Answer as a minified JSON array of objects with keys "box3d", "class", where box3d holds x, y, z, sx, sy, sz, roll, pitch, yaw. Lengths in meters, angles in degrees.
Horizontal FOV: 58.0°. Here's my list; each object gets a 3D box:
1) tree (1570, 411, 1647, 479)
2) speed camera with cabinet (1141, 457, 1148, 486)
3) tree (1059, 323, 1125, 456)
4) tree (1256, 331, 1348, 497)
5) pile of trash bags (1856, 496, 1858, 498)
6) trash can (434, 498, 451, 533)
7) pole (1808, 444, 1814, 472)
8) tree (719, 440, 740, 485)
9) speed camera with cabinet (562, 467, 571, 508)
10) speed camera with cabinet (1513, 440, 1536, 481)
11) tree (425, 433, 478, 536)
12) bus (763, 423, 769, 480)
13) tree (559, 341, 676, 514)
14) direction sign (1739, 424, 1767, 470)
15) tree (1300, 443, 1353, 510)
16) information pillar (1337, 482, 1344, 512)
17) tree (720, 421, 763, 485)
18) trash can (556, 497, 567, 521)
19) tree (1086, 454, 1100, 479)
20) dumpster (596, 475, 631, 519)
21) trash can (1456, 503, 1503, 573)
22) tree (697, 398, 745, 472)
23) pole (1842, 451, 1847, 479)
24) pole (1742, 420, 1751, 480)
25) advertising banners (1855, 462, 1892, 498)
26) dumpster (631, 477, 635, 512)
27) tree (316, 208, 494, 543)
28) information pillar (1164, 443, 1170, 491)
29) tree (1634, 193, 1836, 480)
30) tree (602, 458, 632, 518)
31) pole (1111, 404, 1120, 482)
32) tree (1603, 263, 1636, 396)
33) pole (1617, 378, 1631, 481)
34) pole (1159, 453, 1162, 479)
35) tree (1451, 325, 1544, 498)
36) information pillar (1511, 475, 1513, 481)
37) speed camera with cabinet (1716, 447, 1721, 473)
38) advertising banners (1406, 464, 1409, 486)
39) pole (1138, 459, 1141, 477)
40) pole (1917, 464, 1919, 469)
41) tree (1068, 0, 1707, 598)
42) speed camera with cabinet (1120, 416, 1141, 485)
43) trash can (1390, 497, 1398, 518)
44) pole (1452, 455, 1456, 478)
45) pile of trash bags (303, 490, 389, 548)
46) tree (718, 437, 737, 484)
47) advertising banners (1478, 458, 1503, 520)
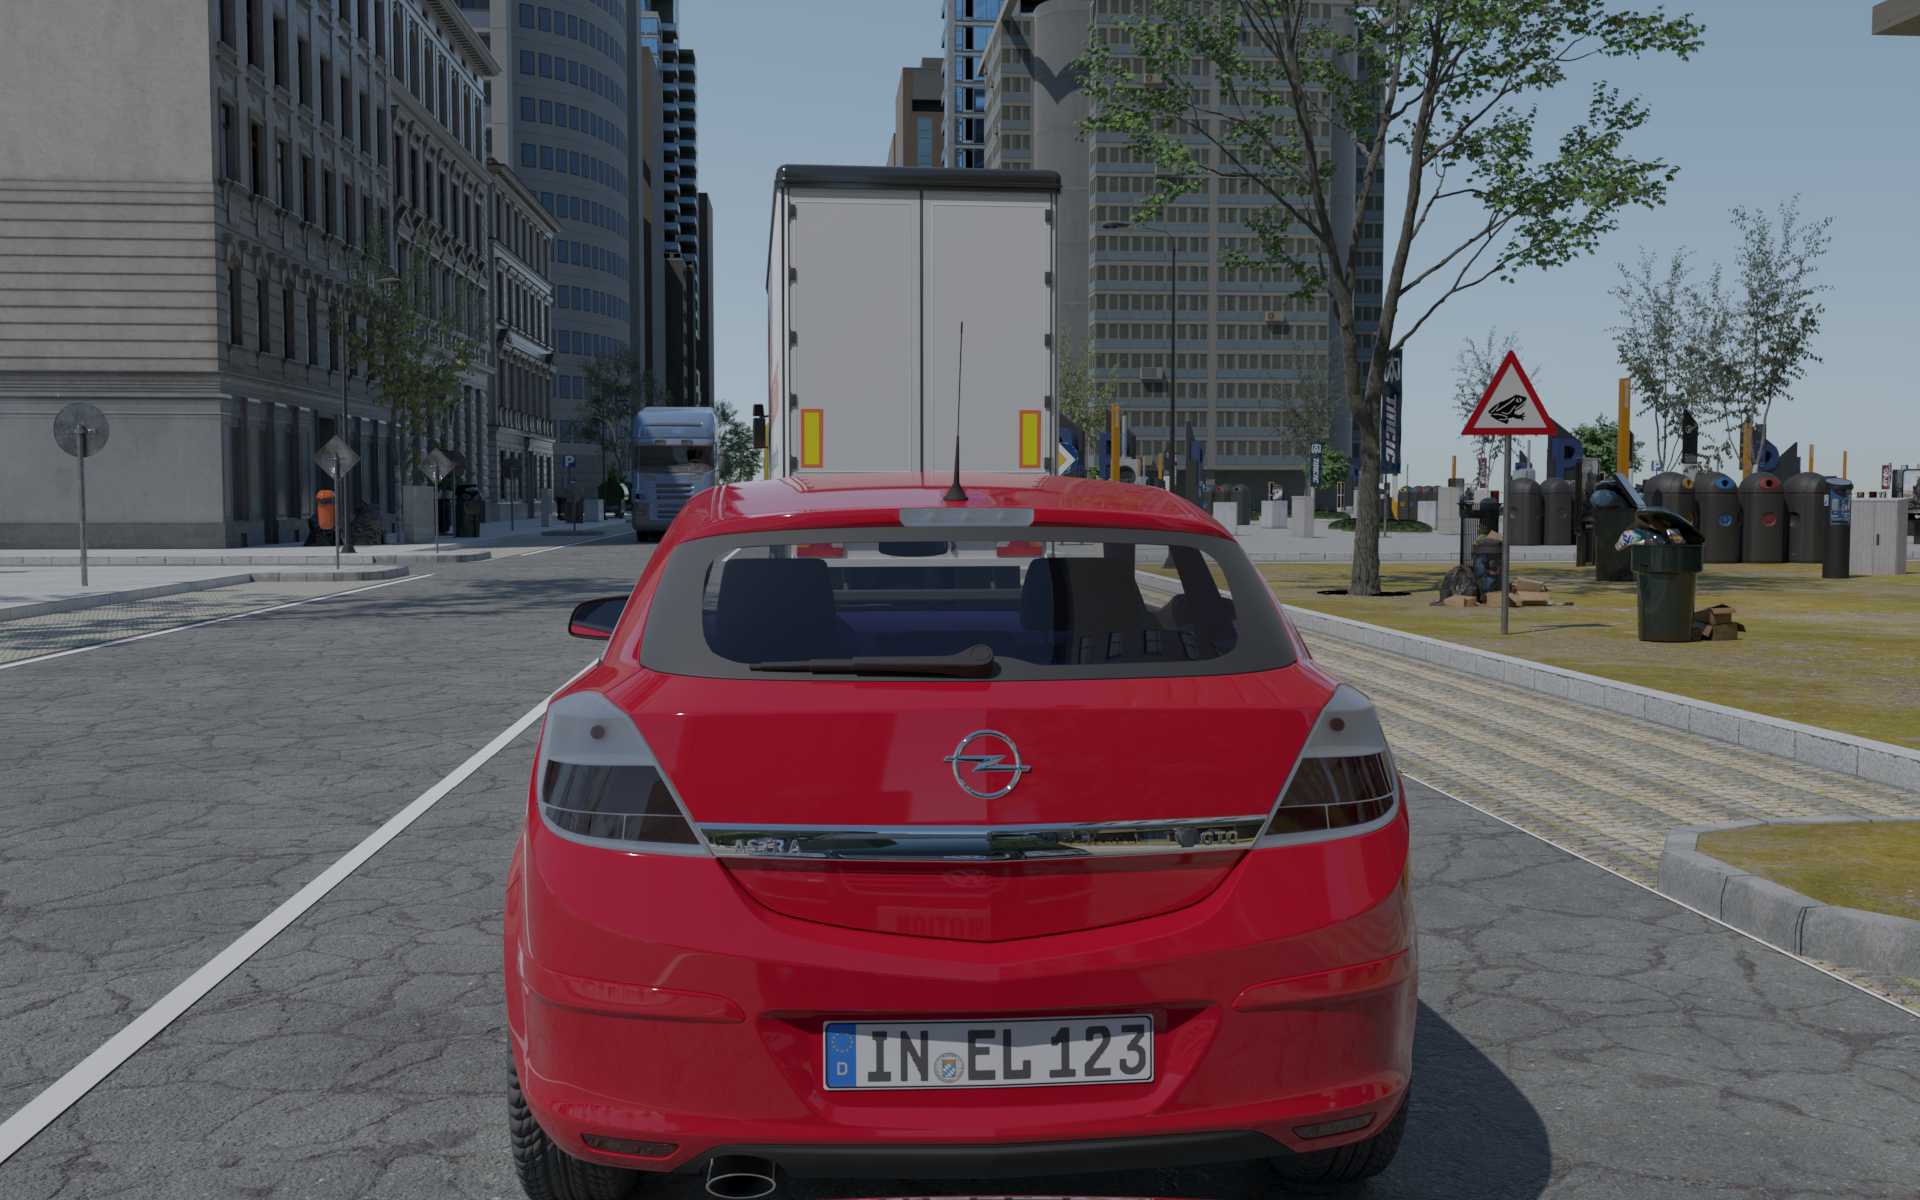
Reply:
[{"box3d":[25.406,-5.205,68.810,4.285,4.588,4.351,0,3,0],"class":"tree"},{"box3d":[9.370,-6.027,92.878,0.660,3.252,2.038,-1,4,-23],"class":"speed camera with cabinet"},{"box3d":[4.990,-7.645,75.350,4.737,8.622,4.395,0,3,0],"class":"tree"},{"box3d":[15.548,-7.753,77.128,4.360,8.622,3.978,0,3,0],"class":"tree"},{"box3d":[34.219,-3.404,65.416,3.447,1.369,1.912,0,4,-5],"class":"pile of trash bags"},{"box3d":[-17.028,-2.755,56.695,0.748,1.137,0.748,0,3,0],"class":"trash can"},{"box3d":[34.846,-4.717,70.967,0.158,3.312,0.155,0,3,0],"class":"pole"},{"box3d":[-30.001,-16.580,221.452,4.737,8.622,4.395,0,3,0],"class":"tree"},{"box3d":[-20.981,-6.046,93.194,0.660,3.252,2.038,-1,4,-19],"class":"speed camera with cabinet"},{"box3d":[21.155,-4.249,63.806,2.038,3.252,0.660,-3,5,-40],"class":"speed camera with cabinet"},{"box3d":[-15.959,-3.600,53.463,1.663,3.219,1.824,0,3,0],"class":"tree"},{"box3d":[-5.023,-3.961,56.315,2.896,3.916,12.252,0,4,-6],"class":"bus"},{"box3d":[-20.264,-10.402,104.492,8.767,10.594,7.601,1,4,18],"class":"tree"},{"box3d":[25.686,-3.926,56.183,0.379,3.537,0.876,-3,4,-36],"class":"direction sign"},{"box3d":[23.265,-7.724,110.008,4.285,4.588,4.351,0,3,0],"class":"tree"},{"box3d":[23.151,-6.167,105.317,0.304,2.012,0.304,-3,4,-39],"class":"information pillar"},{"box3d":[-33.797,-21.426,268.437,7.486,12.596,7.792,0,3,0],"class":"tree"},{"box3d":[-19.178,-4.412,83.787,0.748,1.137,0.748,0,3,0],"class":"trash can"},{"box3d":[5.338,-4.203,63.326,1.663,3.219,1.824,0,3,0],"class":"tree"},{"box3d":[-18.064,-5.347,89.921,1.502,2.255,1.985,0,4,-5],"class":"dumpster"},{"box3d":[8.467,-1.014,28.234,0.748,1.137,0.748,0,3,0],"class":"trash can"},{"box3d":[-26.869,-16.015,187.606,9.928,11.665,9.643,0,3,0],"class":"tree"},{"box3d":[41.853,-5.391,81.991,0.158,3.312,0.155,0,3,0],"class":"pole"},{"box3d":[21.548,-3.280,47.467,0.158,3.312,0.155,0,3,0],"class":"pole"},{"box3d":[54.955,-6.611,104.275,0.090,3.025,2.074,-2,4,-34],"class":"advertising banners"},{"box3d":[-18.720,-5.779,96.988,1.502,2.255,1.985,0,4,-5],"class":"dumpster"},{"box3d":[-14.626,-5.832,45.711,4.737,8.622,4.395,0,3,0],"class":"tree"},{"box3d":[9.482,-5.376,79.246,0.183,3.616,0.504,-2,4,-25],"class":"information pillar"},{"box3d":[19.639,-5.664,42.976,4.360,8.622,3.978,0,3,0],"class":"tree"},{"box3d":[-18.664,-6.018,92.988,1.663,3.219,1.824,0,3,0],"class":"tree"},{"box3d":[3.531,-2.783,39.346,0.158,3.312,0.155,0,3,0],"class":"pole"},{"box3d":[20.994,-6.159,51.065,4.360,8.622,3.978,0,3,0],"class":"tree"},{"box3d":[11.693,-2.245,30.553,0.158,3.312,0.155,0,3,0],"class":"pole"},{"box3d":[10.019,-5.678,86.681,0.158,3.312,0.155,0,3,0],"class":"pole"},{"box3d":[23.579,-7.728,76.720,4.360,8.622,3.978,0,3,0],"class":"tree"},{"box3d":[21.584,-3.869,67.752,0.304,2.012,0.304,0,4,6],"class":"information pillar"},{"box3d":[31.830,-4.840,73.475,0.660,3.252,2.038,1,4,16],"class":"speed camera with cabinet"},{"box3d":[25.733,-6.363,100.219,0.090,3.025,2.074,2,4,26],"class":"advertising banners"},{"box3d":[10.346,-6.510,100.285,0.158,3.312,0.155,0,3,0],"class":"pole"},{"box3d":[64.031,-7.459,115.799,0.158,3.312,0.155,0,3,0],"class":"pole"},{"box3d":[5.066,-5.856,21.506,9.928,11.665,9.643,0,3,0],"class":"tree"},{"box3d":[3.441,-3.012,43.580,2.038,3.252,0.660,0,4,4],"class":"speed camera with cabinet"},{"box3d":[22.254,-4.732,89.025,0.748,1.137,0.748,0,3,0],"class":"trash can"},{"box3d":[26.100,-5.977,91.562,0.158,3.312,0.155,0,3,0],"class":"pole"},{"box3d":[-15.303,-2.021,42.801,1.912,1.369,3.447,0,4,-8],"class":"pile of trash bags"},{"box3d":[-28.662,-15.700,207.062,4.360,8.622,3.978,0,3,0],"class":"tree"},{"box3d":[25.570,-5.292,82.707,0.090,3.025,2.074,-3,4,-37],"class":"advertising banners"}]
